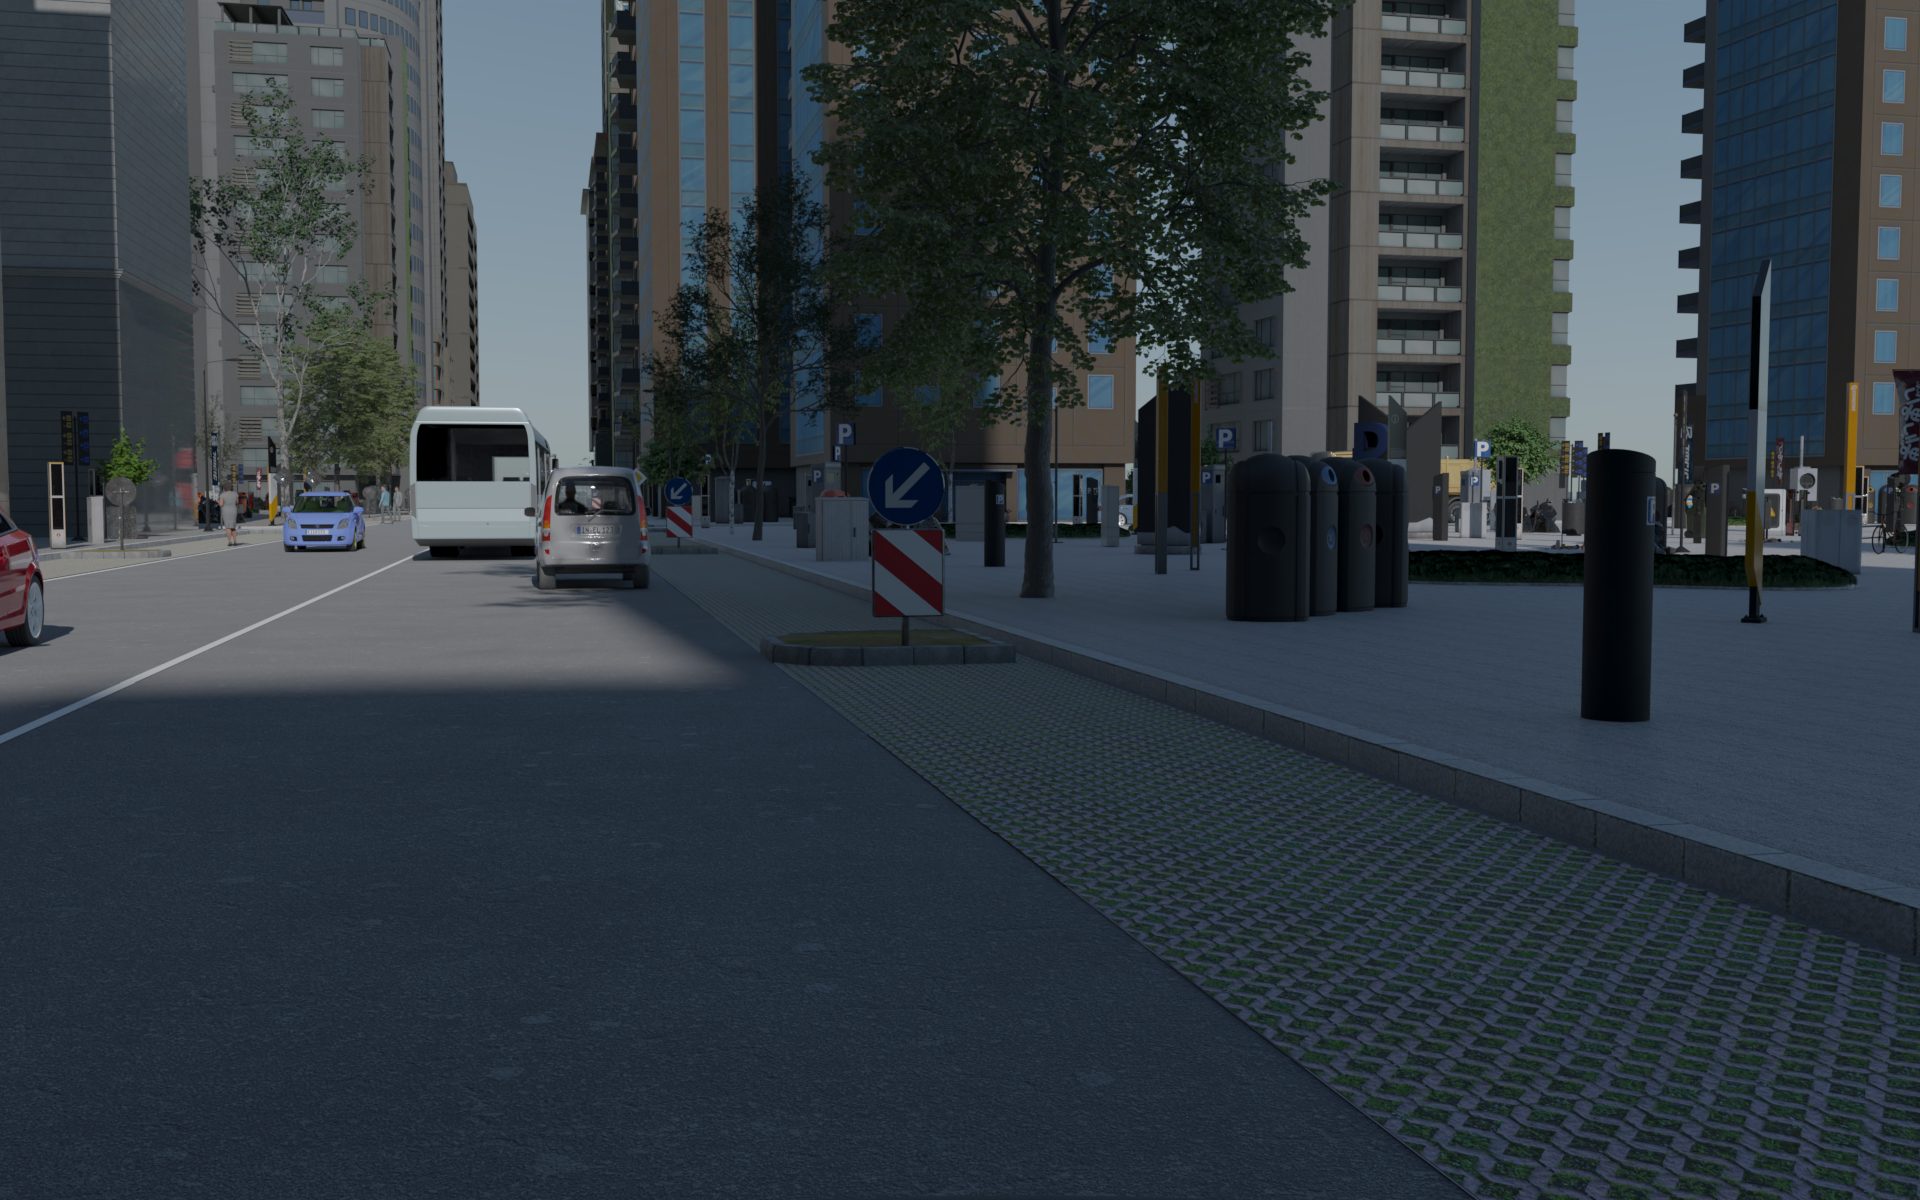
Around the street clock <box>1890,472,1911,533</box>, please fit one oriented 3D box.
[{"bbox_3d":[30.417,-3.143,55.965,0.358,2.002,0.471,-1,4,-20],"label":"street clock"}]

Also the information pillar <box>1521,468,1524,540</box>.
[{"bbox_3d":[15.513,-2.686,48.404,0.304,2.012,0.304,-1,4,-16],"label":"information pillar"}]

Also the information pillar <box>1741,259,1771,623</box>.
[{"bbox_3d":[7.908,-1.579,17.173,0.183,3.616,0.504,2,4,34],"label":"information pillar"}]

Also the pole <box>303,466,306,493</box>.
[{"bbox_3d":[-46.663,-7.926,123.432,0.158,3.312,0.155,0,3,0],"label":"pole"}]

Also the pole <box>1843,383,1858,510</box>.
[{"bbox_3d":[16.352,-2.323,31.827,0.158,3.312,0.155,0,3,0],"label":"pole"}]

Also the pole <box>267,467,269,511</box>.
[{"bbox_3d":[-51.678,-8.301,129.569,0.158,3.312,0.155,0,3,0],"label":"pole"}]

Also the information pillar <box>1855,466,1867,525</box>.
[{"bbox_3d":[23.252,-2.478,45.003,0.304,2.012,0.304,1,4,9],"label":"information pillar"}]

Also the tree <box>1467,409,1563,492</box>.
[{"bbox_3d":[21.389,-5.096,67.026,4.285,4.588,4.351,0,3,0],"label":"tree"}]

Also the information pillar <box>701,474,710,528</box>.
[{"bbox_3d":[-9.539,-3.696,64.918,0.304,2.012,0.304,0,4,1],"label":"information pillar"}]

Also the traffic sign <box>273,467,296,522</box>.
[{"bbox_3d":[-24.544,-3.628,62.957,0.795,2.450,0.064,-1,4,-13],"label":"traffic sign"}]

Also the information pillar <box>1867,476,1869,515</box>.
[{"bbox_3d":[37.681,-4.146,72.283,0.304,2.012,0.304,0,4,7],"label":"information pillar"}]

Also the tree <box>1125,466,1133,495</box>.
[{"bbox_3d":[11.995,-7.662,119.868,1.663,3.219,1.824,0,3,0],"label":"tree"}]

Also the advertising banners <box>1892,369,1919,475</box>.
[{"bbox_3d":[14.087,-1.721,24.323,2.074,3.025,0.090,0,4,1],"label":"advertising banners"}]

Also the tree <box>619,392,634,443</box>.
[{"bbox_3d":[-13.548,-8.134,83.359,4.737,8.622,4.395,0,3,0],"label":"tree"}]

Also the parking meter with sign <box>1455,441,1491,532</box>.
[{"bbox_3d":[16.935,-3.742,57.446,0.543,3.016,1.738,0,4,-8],"label":"parking meter with sign"}]

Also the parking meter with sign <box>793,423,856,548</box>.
[{"bbox_3d":[-3.251,-2.779,41.699,0.543,3.016,1.738,2,4,34],"label":"parking meter with sign"}]

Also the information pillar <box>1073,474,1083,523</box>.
[{"bbox_3d":[4.348,-3.639,63.989,0.304,2.012,0.304,2,4,23],"label":"information pillar"}]

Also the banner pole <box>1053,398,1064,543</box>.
[{"bbox_3d":[2.288,-3.383,45.323,0.863,3.779,0.401,0,4,7],"label":"banner pole"}]

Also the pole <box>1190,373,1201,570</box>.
[{"bbox_3d":[3.956,-2.154,29.065,0.158,3.312,0.155,0,3,0],"label":"pole"}]

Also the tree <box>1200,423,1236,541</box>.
[{"bbox_3d":[6.679,-3.226,47.354,1.663,3.219,1.824,0,3,0],"label":"tree"}]

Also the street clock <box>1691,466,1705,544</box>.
[{"bbox_3d":[19.138,-2.466,44.893,0.358,2.002,0.471,2,4,29],"label":"street clock"}]

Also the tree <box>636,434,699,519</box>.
[{"bbox_3d":[-14.950,-6.424,88.744,4.285,4.588,4.351,0,3,0],"label":"tree"}]

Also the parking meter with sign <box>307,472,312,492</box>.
[{"bbox_3d":[-51.178,-8.546,135.995,0.543,3.016,1.738,0,4,-5],"label":"parking meter with sign"}]

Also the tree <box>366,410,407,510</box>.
[{"bbox_3d":[-45.866,-11.505,138.476,4.737,8.622,4.395,0,3,0],"label":"tree"}]

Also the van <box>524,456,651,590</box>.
[{"bbox_3d":[-5.864,-1.249,27.430,2.013,2.044,4.112,-1,4,-14],"label":"van"}]

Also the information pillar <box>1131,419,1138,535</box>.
[{"bbox_3d":[5.658,-3.864,54.537,0.504,3.616,0.183,-2,4,-27],"label":"information pillar"}]

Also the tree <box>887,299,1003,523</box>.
[{"bbox_3d":[-0.587,-6.908,63.314,4.737,8.622,4.395,0,3,0],"label":"tree"}]

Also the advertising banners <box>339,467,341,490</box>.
[{"bbox_3d":[-41.021,-7.143,112.969,0.090,3.025,2.074,1,4,18],"label":"advertising banners"}]

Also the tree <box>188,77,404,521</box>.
[{"bbox_3d":[-32.766,-13.782,81.229,12.611,20.169,13.585,0,3,0],"label":"tree"}]

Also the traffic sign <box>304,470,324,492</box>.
[{"bbox_3d":[-26.371,-4.103,70.731,0.795,2.450,0.064,-1,4,-13],"label":"traffic sign"}]

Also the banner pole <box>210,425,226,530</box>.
[{"bbox_3d":[-26.697,-4.418,62.251,0.401,3.779,0.863,0,4,3],"label":"banner pole"}]

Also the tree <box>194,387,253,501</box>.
[{"bbox_3d":[-51.706,-10.397,120.359,4.360,8.622,3.978,0,3,0],"label":"tree"}]

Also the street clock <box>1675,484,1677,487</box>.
[{"bbox_3d":[47.564,-6.729,114.595,0.471,2.002,0.358,-1,4,-22],"label":"street clock"}]

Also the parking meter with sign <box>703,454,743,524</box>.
[{"bbox_3d":[-10.176,-4.799,74.730,1.738,3.016,0.543,2,4,23],"label":"parking meter with sign"}]

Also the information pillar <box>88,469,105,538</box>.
[{"bbox_3d":[-25.332,-2.835,50.839,0.304,2.012,0.304,3,4,38],"label":"information pillar"}]

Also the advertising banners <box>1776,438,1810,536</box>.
[{"bbox_3d":[25.572,-3.490,53.250,0.090,3.025,2.074,0,4,-1],"label":"advertising banners"}]

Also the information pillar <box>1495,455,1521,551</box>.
[{"bbox_3d":[10.418,-1.744,33.010,0.304,2.012,0.304,-1,4,-10],"label":"information pillar"}]

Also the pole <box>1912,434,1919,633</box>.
[{"bbox_3d":[8.926,-1.350,15.918,0.158,3.312,0.155,0,3,0],"label":"pole"}]

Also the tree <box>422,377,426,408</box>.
[{"bbox_3d":[-41.361,-12.545,123.232,7.486,12.596,7.792,0,3,0],"label":"tree"}]

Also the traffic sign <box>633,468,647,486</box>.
[{"bbox_3d":[-12.278,-3.802,65.807,0.795,2.450,0.064,-1,4,-13],"label":"traffic sign"}]

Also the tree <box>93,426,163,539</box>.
[{"bbox_3d":[-23.995,-3.363,49.590,1.663,3.219,1.824,0,3,0],"label":"tree"}]

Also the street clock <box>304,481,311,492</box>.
[{"bbox_3d":[-36.151,-5.588,95.938,0.358,2.002,0.471,-3,5,-40],"label":"street clock"}]

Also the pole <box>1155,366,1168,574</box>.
[{"bbox_3d":[3.220,-2.069,27.676,0.158,3.312,0.155,0,3,0],"label":"pole"}]

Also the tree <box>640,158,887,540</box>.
[{"bbox_3d":[-5.270,-6.926,47.653,7.601,10.594,8.767,-1,4,-9],"label":"tree"}]

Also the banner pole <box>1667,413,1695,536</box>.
[{"bbox_3d":[22.256,-3.881,53.471,0.401,3.779,0.863,-2,4,-35],"label":"banner pole"}]

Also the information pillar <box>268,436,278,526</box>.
[{"bbox_3d":[-27.704,-4.798,69.797,0.183,3.616,0.504,1,4,8],"label":"information pillar"}]

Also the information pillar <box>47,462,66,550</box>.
[{"bbox_3d":[-20.920,-2.179,40.117,0.304,2.012,0.304,-2,4,-34],"label":"information pillar"}]

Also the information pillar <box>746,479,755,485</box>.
[{"bbox_3d":[-10.377,-4.981,85.936,0.304,2.012,0.304,3,5,44],"label":"information pillar"}]

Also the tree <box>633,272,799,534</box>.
[{"bbox_3d":[-7.250,-6.411,55.184,4.737,8.622,4.395,0,3,0],"label":"tree"}]

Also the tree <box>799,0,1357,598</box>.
[{"bbox_3d":[1.273,-6.322,21.494,7.486,12.596,7.792,0,3,0],"label":"tree"}]

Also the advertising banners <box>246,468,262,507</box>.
[{"bbox_3d":[-48.016,-7.403,117.220,2.074,3.025,0.090,1,4,22],"label":"advertising banners"}]

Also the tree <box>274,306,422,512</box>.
[{"bbox_3d":[-37.378,-11.421,104.868,7.486,12.596,7.792,0,3,0],"label":"tree"}]

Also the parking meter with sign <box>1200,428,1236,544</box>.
[{"bbox_3d":[6.550,-2.991,45.170,0.543,3.016,1.738,2,4,35],"label":"parking meter with sign"}]

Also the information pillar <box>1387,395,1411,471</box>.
[{"bbox_3d":[10.357,-3.044,41.125,0.504,3.616,0.183,-1,4,-20],"label":"information pillar"}]
